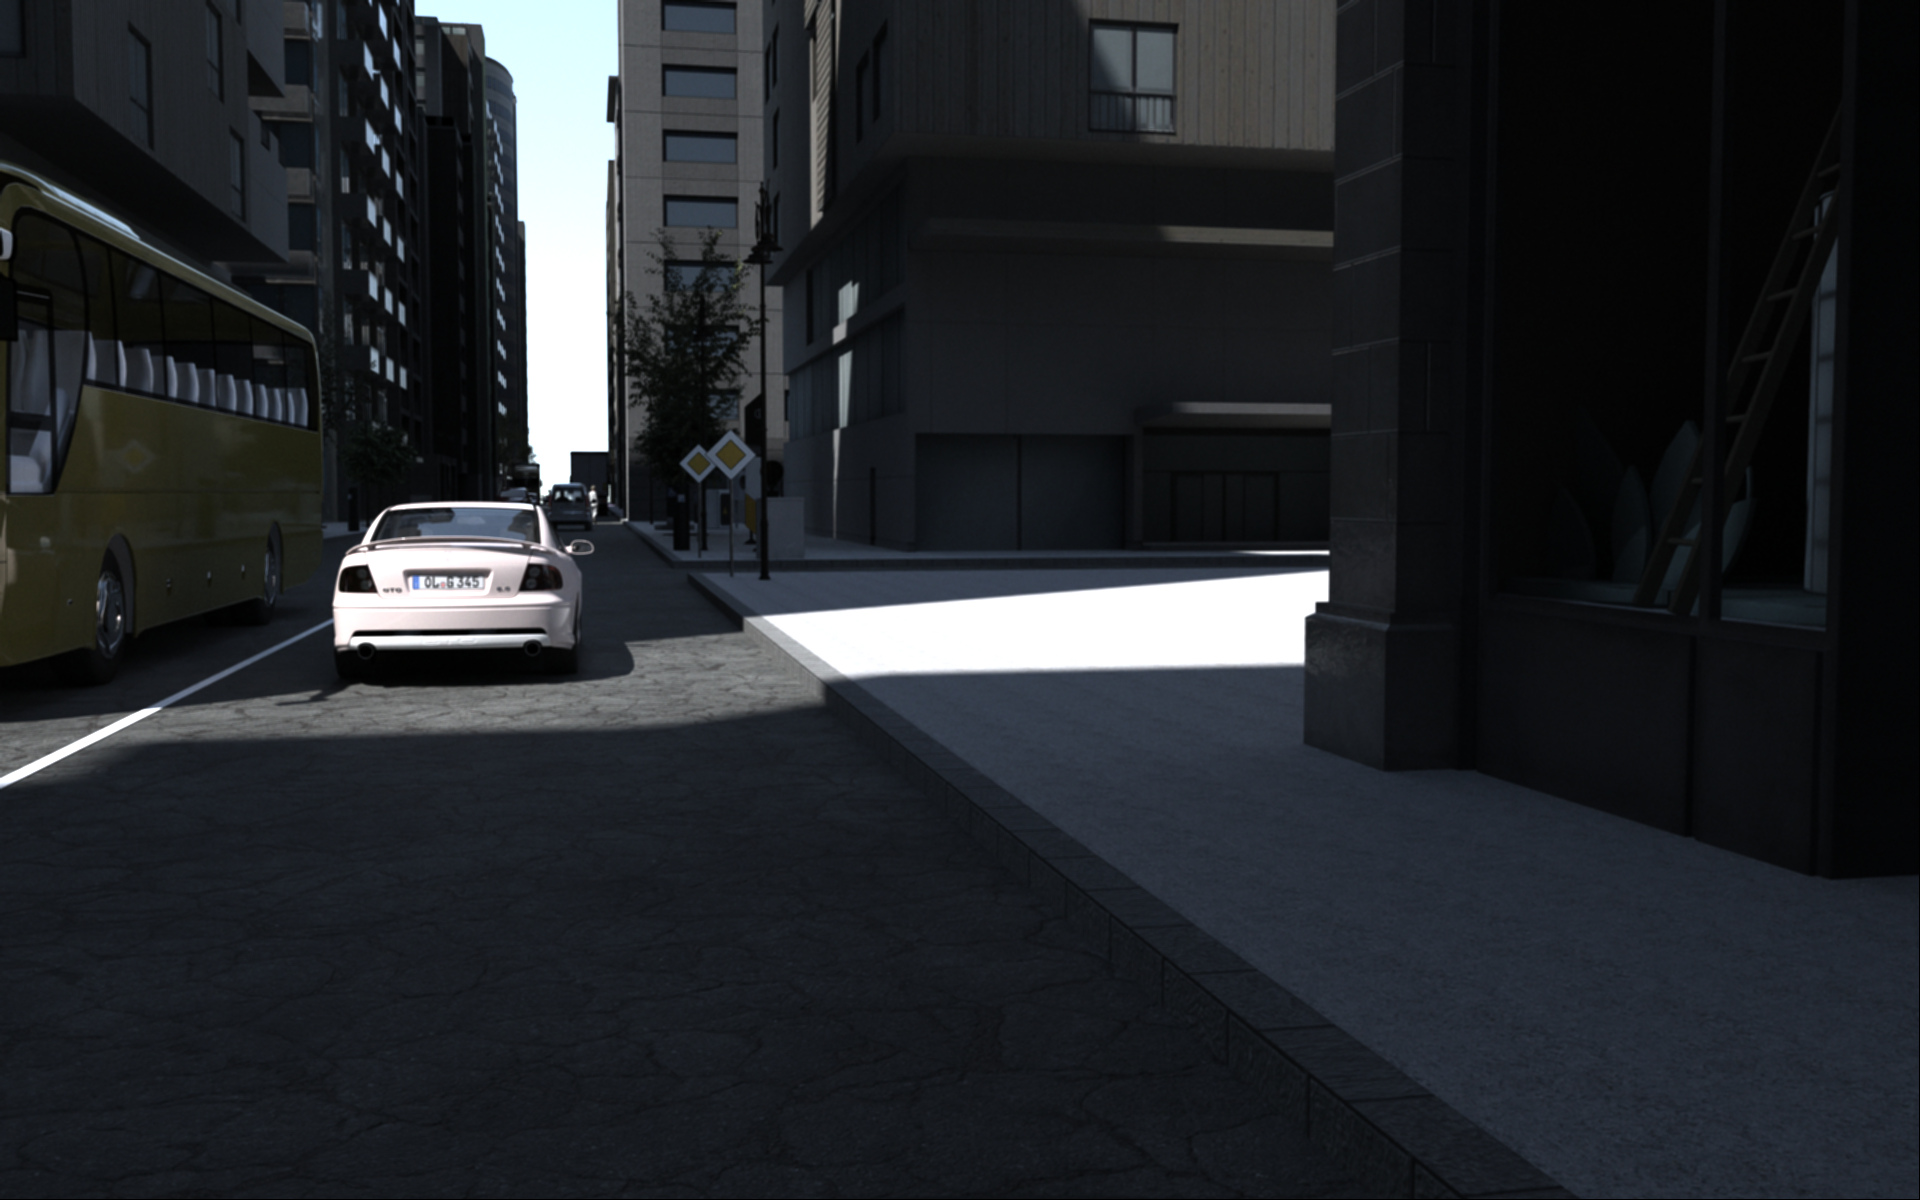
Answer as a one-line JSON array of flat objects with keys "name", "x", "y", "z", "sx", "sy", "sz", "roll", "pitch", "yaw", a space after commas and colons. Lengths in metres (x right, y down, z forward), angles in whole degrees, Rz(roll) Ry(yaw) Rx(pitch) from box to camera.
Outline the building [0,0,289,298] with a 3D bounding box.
[{"name": "building", "x": -32.311, "y": -27.634, "z": 41.050, "sx": 28.713, "sy": 52.752, "sz": 27.495, "roll": -1, "pitch": 4, "yaw": -12}]

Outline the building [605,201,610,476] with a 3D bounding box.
[{"name": "building", "x": -45.541, "y": -37.194, "z": 258.233, "sx": 14.600, "sy": 45.320, "sz": 14.200, "roll": -1, "pitch": 4, "yaw": -12}]

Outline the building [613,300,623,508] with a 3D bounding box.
[{"name": "building", "x": -19.949, "y": -19.974, "z": 171.611, "sx": 27.650, "sy": 21.520, "sz": 28.899, "roll": -1, "pitch": 4, "yaw": -12}]

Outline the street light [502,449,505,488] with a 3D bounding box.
[{"name": "street light", "x": -46.043, "y": -12.371, "z": 175.050, "sx": 0.468, "sy": 5.910, "sz": 1.993, "roll": -1, "pitch": 4, "yaw": -12}]

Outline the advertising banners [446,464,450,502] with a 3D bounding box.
[{"name": "advertising banners", "x": -28.767, "y": -6.189, "z": 97.375, "sx": 0.090, "sy": 3.025, "sz": 2.074, "roll": -1, "pitch": 4, "yaw": -10}]

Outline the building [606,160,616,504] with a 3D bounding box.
[{"name": "building", "x": -37.872, "y": -37.722, "z": 240.463, "sx": 21.300, "sy": 48.544, "sz": 21.600, "roll": -1, "pitch": 4, "yaw": -12}]

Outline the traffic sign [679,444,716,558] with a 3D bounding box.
[{"name": "traffic sign", "x": -5.217, "y": -1.896, "z": 34.636, "sx": 0.795, "sy": 2.450, "sz": 0.064, "roll": -1, "pitch": 4, "yaw": -12}]

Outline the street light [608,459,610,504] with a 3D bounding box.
[{"name": "street light", "x": -39.357, "y": -13.658, "z": 196.094, "sx": 0.468, "sy": 5.910, "sz": 1.993, "roll": -1, "pitch": 4, "yaw": -12}]

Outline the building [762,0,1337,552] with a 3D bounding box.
[{"name": "building", "x": 8.516, "y": -28.179, "z": 49.968, "sx": 27.495, "sy": 52.752, "sz": 28.713, "roll": -1, "pitch": 4, "yaw": -12}]

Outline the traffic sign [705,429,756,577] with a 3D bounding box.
[{"name": "traffic sign", "x": -3.546, "y": -1.418, "z": 26.827, "sx": 0.795, "sy": 2.450, "sz": 0.064, "roll": -1, "pitch": 4, "yaw": -12}]

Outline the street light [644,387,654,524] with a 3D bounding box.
[{"name": "street light", "x": -13.124, "y": -6.162, "z": 73.530, "sx": 0.468, "sy": 5.910, "sz": 1.993, "roll": -1, "pitch": 4, "yaw": -12}]

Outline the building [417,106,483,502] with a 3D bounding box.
[{"name": "building", "x": -44.178, "y": -22.005, "z": 131.483, "sx": 14.160, "sy": 30.474, "sz": 14.107, "roll": -1, "pitch": 4, "yaw": -12}]

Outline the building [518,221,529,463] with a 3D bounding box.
[{"name": "building", "x": -70.000, "y": -34.674, "z": 250.511, "sx": 14.154, "sy": 41.232, "sz": 14.086, "roll": -1, "pitch": 4, "yaw": -12}]

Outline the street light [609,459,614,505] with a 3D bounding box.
[{"name": "street light", "x": -36.416, "y": -12.834, "z": 182.623, "sx": 0.468, "sy": 5.910, "sz": 1.993, "roll": -1, "pitch": 4, "yaw": -12}]

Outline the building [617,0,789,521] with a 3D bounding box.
[{"name": "building", "x": -8.227, "y": -33.851, "z": 95.456, "sx": 21.231, "sy": 58.520, "sz": 28.212, "roll": -1, "pitch": 4, "yaw": -12}]

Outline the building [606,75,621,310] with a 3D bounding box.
[{"name": "building", "x": -29.233, "y": -38.389, "z": 216.894, "sx": 28.713, "sy": 52.752, "sz": 27.495, "roll": -1, "pitch": 4, "yaw": -12}]

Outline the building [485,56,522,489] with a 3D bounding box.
[{"name": "building", "x": -69.482, "y": -41.986, "z": 228.465, "sx": 21.231, "sy": 58.520, "sz": 28.212, "roll": -1, "pitch": 4, "yaw": -12}]

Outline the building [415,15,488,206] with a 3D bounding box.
[{"name": "building", "x": -47.048, "y": -28.216, "z": 144.930, "sx": 14.154, "sy": 41.232, "sz": 14.086, "roll": -1, "pitch": 4, "yaw": -12}]

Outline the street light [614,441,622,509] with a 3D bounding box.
[{"name": "street light", "x": -29.248, "y": -10.767, "z": 148.833, "sx": 0.468, "sy": 5.910, "sz": 1.993, "roll": -1, "pitch": 4, "yaw": -12}]

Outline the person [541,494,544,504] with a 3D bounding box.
[{"name": "person", "x": -57.837, "y": -13.983, "z": 240.337, "sx": 0.599, "sy": 1.433, "sz": 0.991, "roll": 3, "pitch": 5, "yaw": 43}]

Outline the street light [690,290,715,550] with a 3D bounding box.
[{"name": "street light", "x": -5.833, "y": -4.070, "z": 39.333, "sx": 0.468, "sy": 5.910, "sz": 1.993, "roll": -1, "pitch": 4, "yaw": -12}]

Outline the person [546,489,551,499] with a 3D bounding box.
[{"name": "person", "x": -35.799, "y": -8.705, "z": 150.690, "sx": 0.599, "sy": 1.838, "sz": 0.709, "roll": -2, "pitch": 4, "yaw": -24}]

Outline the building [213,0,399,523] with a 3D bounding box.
[{"name": "building", "x": -39.879, "y": -28.453, "z": 84.818, "sx": 23.786, "sy": 49.044, "sz": 30.456, "roll": -1, "pitch": 4, "yaw": -12}]

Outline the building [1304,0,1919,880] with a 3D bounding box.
[{"name": "building", "x": 6.380, "y": -9.600, "z": 7.865, "sx": 10.553, "sy": 20.767, "sz": 40.483, "roll": -1, "pitch": 4, "yaw": -12}]

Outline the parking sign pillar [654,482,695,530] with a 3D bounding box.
[{"name": "parking sign pillar", "x": -10.256, "y": -4.508, "z": 62.175, "sx": 1.447, "sy": 3.967, "sz": 1.447, "roll": 0, "pitch": 4, "yaw": -1}]

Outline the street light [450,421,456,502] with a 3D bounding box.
[{"name": "street light", "x": -31.556, "y": -8.239, "z": 107.502, "sx": 0.468, "sy": 5.910, "sz": 1.993, "roll": -1, "pitch": 4, "yaw": -12}]

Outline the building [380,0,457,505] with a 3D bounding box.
[{"name": "building", "x": -44.159, "y": -41.228, "z": 112.324, "sx": 20.563, "sy": 71.187, "sz": 20.611, "roll": -1, "pitch": 4, "yaw": -12}]

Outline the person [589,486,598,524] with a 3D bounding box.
[{"name": "person", "x": -17.695, "y": -4.598, "z": 83.552, "sx": 0.514, "sy": 1.842, "sz": 0.818, "roll": 1, "pitch": 4, "yaw": 13}]

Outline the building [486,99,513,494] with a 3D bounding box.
[{"name": "building", "x": -64.267, "y": -35.447, "z": 199.165, "sx": 23.786, "sy": 49.044, "sz": 30.456, "roll": -1, "pitch": 4, "yaw": -12}]

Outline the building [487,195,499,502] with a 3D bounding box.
[{"name": "building", "x": -50.136, "y": -23.687, "z": 158.988, "sx": 14.160, "sy": 30.474, "sz": 14.107, "roll": -1, "pitch": 4, "yaw": -12}]

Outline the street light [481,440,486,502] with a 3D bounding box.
[{"name": "street light", "x": -38.862, "y": -10.304, "z": 141.263, "sx": 0.468, "sy": 5.910, "sz": 1.993, "roll": -1, "pitch": 4, "yaw": -12}]
